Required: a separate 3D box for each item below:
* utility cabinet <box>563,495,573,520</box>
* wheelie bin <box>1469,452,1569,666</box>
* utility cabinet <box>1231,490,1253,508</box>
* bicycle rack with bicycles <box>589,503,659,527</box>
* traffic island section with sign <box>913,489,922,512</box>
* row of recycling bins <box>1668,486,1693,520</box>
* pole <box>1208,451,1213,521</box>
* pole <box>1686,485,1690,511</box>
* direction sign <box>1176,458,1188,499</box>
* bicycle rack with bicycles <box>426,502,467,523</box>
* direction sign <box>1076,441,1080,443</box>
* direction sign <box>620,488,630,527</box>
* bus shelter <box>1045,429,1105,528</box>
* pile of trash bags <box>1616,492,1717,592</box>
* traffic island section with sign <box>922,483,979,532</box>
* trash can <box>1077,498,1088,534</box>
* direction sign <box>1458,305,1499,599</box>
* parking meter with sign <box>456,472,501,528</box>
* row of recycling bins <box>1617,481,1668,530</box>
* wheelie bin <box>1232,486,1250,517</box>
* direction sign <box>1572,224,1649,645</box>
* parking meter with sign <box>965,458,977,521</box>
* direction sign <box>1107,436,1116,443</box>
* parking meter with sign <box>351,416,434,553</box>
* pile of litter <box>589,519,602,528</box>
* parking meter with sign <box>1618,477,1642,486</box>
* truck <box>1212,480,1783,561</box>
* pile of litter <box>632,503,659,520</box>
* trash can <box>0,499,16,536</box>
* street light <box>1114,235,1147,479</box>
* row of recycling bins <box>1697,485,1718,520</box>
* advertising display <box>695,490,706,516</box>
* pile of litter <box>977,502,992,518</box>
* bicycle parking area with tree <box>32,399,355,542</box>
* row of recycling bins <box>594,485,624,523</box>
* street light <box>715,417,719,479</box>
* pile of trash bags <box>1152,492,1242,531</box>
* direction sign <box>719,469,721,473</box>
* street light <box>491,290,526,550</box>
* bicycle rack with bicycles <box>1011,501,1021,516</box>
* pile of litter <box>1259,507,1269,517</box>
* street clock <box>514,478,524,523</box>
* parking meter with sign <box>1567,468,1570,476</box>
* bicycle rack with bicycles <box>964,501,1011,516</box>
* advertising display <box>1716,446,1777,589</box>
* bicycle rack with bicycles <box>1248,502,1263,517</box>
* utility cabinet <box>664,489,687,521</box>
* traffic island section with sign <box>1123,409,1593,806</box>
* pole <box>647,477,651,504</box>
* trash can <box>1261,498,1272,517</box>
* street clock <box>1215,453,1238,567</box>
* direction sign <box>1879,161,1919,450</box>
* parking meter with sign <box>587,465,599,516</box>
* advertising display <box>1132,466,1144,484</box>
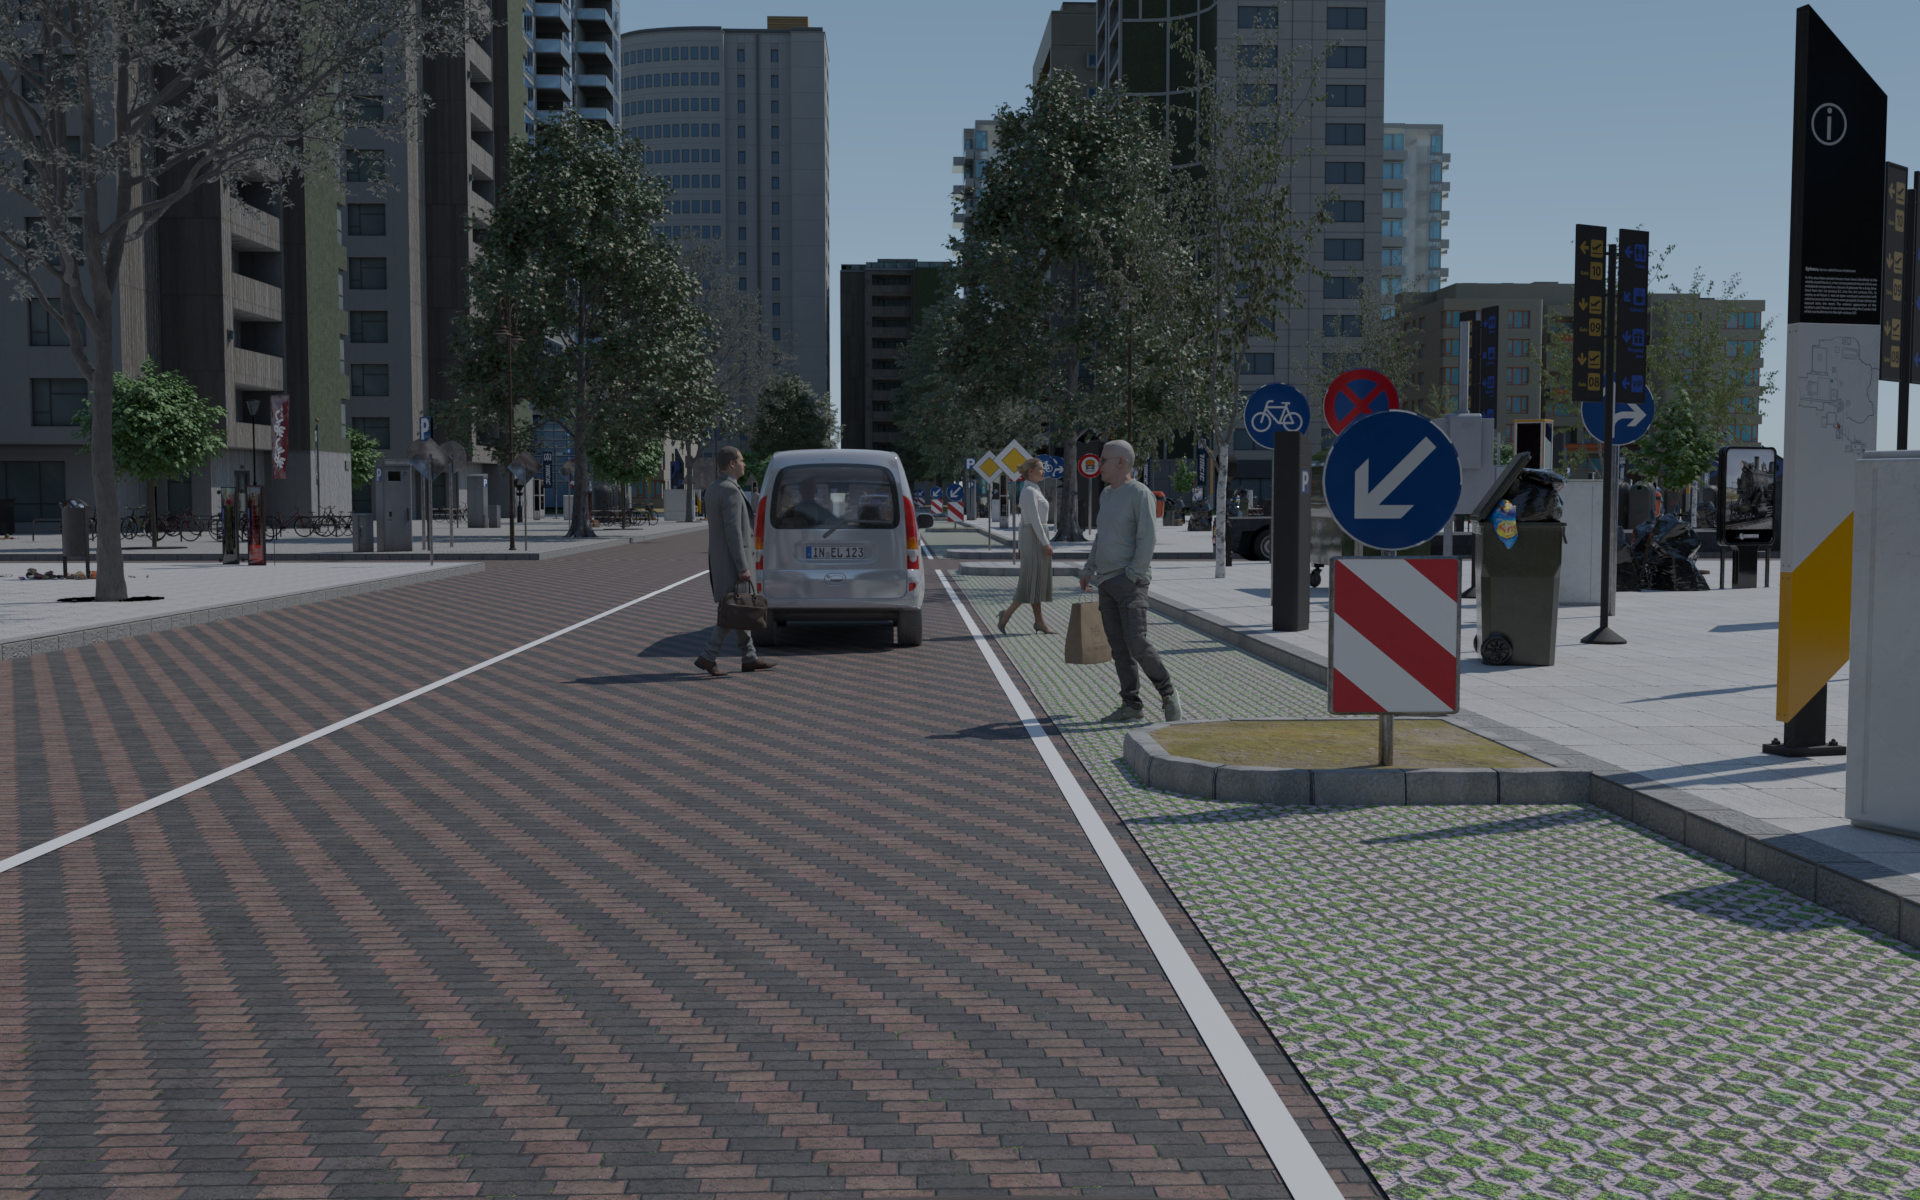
[{"bbox_3d":[-18.862,-4.500,84.733,1.020,1.237,0.306,-1,4,-21],"label":"utility cabinet"},{"bbox_3d":[4.248,-0.322,13.165,0.693,1.594,0.980,1,4,12],"label":"wheelie bin"},{"bbox_3d":[15.487,-5.296,95.270,1.173,1.500,0.318,1,4,15],"label":"utility cabinet"},{"bbox_3d":[-13.510,-3.448,69.756,2.925,0.926,2.852,-2,4,-35],"label":"bicycle rack with bicycles"},{"bbox_3d":[-1.378,-5.123,92.384,1.989,1.847,2.006,0,4,-2],"label":"traffic island section with sign"},{"bbox_3d":[34.688,-4.797,85.551,3.534,1.692,1.069,0,4,4],"label":"row of recycling bins"},{"bbox_3d":[11.740,-5.336,81.094,0.158,3.312,0.155,0,3,0],"label":"pole"},{"bbox_3d":[35.426,-5.529,84.250,0.158,3.312,0.155,0,3,0],"label":"pole"},{"bbox_3d":[13.911,-7.131,108.592,0.876,3.537,0.379,-1,4,-23],"label":"direction sign"},{"bbox_3d":[-22.539,-3.956,78.060,2.852,0.926,2.925,3,5,41],"label":"bicycle rack with bicycles"},{"bbox_3d":[4.612,-4.821,70.822,0.876,3.537,0.379,3,5,40],"label":"direction sign"},{"bbox_3d":[-12.954,-4.577,66.835,0.379,3.537,0.876,-2,4,-26],"label":"direction sign"},{"bbox_3d":[4.361,-4.557,65.788,1.731,3.624,6.357,0,4,-2],"label":"bus shelter"},{"bbox_3d":[9.149,-0.891,24.319,1.912,1.369,3.447,0,4,6],"label":"pile of trash bags"},{"bbox_3d":[-0.307,-3.454,65.098,1.989,1.847,2.006,0,4,-2],"label":"traffic island section with sign"},{"bbox_3d":[3.788,-2.737,56.398,0.748,1.137,0.748,0,3,0],"label":"trash can"},{"bbox_3d":[6.347,-1.792,21.290,0.379,3.537,0.876,-1,4,-13],"label":"direction sign"},{"bbox_3d":[-18.281,-4.240,65.589,1.738,3.016,0.543,1,4,10],"label":"parking meter with sign"},{"bbox_3d":[20.608,-2.945,55.261,1.069,1.692,3.534,-2,4,-32],"label":"row of recycling bins"},{"bbox_3d":[10.837,-3.605,66.850,0.693,1.594,0.980,0,4,6],"label":"wheelie bin"},{"bbox_3d":[5.544,-1.395,14.812,0.876,3.537,0.379,-2,4,-29],"label":"direction sign"},{"bbox_3d":[0.572,-5.395,84.474,0.543,3.016,1.738,0,4,4],"label":"parking meter with sign"},{"bbox_3d":[5.185,-3.970,56.900,0.876,3.537,0.379,3,5,43],"label":"direction sign"},{"bbox_3d":[-12.627,-2.586,38.538,1.738,3.016,0.543,-3,5,-42],"label":"parking meter with sign"},{"bbox_3d":[-14.278,-3.224,66.675,1.176,0.858,1.719,1,4,23],"label":"pile of litter"},{"bbox_3d":[33.858,-5.629,88.300,1.738,3.016,0.543,2,4,29],"label":"parking meter with sign"},{"bbox_3d":[14.735,-2.799,35.525,18.799,4.110,2.967,0,4,0],"label":"truck"},{"bbox_3d":[-15.402,-4.336,84.852,1.176,0.858,1.719,-2,4,-30],"label":"pile of litter"},{"bbox_3d":[-29.682,-2.575,53.748,0.748,1.137,0.748,0,3,0],"label":"trash can"},{"bbox_3d":[3.040,-3.561,31.002,0.468,5.910,1.993,0,4,-2],"label":"street light"},{"bbox_3d":[36.331,-4.516,80.949,1.069,1.692,3.534,-3,4,-36],"label":"row of recycling bins"},{"bbox_3d":[-15.089,-5.837,100.653,0.123,1.923,0.974,-3,5,-44],"label":"advertising display"},{"bbox_3d":[1.181,-4.808,92.577,1.719,0.858,1.176,1,4,22],"label":"pile of litter"},{"bbox_3d":[-21.661,-3.859,50.101,9.016,4.147,8.231,1,4,21],"label":"bicycle parking area with tree"},{"bbox_3d":[-15.910,-4.384,78.787,1.069,1.692,3.534,0,4,0],"label":"row of recycling bins"},{"bbox_3d":[-12.156,-6.949,86.407,0.468,5.910,1.993,0,4,-2],"label":"street light"},{"bbox_3d":[8.222,-3.087,60.229,3.447,1.369,1.912,1,4,19],"label":"pile of trash bags"},{"bbox_3d":[-13.190,-6.339,95.634,0.379,3.537,0.876,-1,4,-18],"label":"direction sign"},{"bbox_3d":[-10.226,-4.074,39.393,0.468,5.910,1.993,0,4,-2],"label":"street light"},{"bbox_3d":[5.076,-5.906,109.937,2.852,0.926,2.925,1,4,14],"label":"bicycle rack with bicycles"},{"bbox_3d":[13.916,-3.847,76.860,1.719,0.858,1.176,1,4,11],"label":"pile of litter"},{"bbox_3d":[-19.781,-4.479,77.803,0.358,2.002,0.471,2,4,33],"label":"street clock"},{"bbox_3d":[39.391,-7.227,114.416,0.543,3.016,1.738,-2,4,-32],"label":"parking meter with sign"},{"bbox_3d":[1.191,-5.605,105.022,2.925,0.926,2.852,-1,4,-10],"label":"bicycle rack with bicycles"},{"bbox_3d":[10.697,-1.122,23.565,0.974,1.923,0.123,-2,4,-25],"label":"advertising display"},{"bbox_3d":[13.812,-4.074,79.999,2.925,0.926,2.852,-1,4,-18],"label":"bicycle rack with bicycles"},{"bbox_3d":[-13.374,-4.471,81.781,1.173,1.500,0.318,-2,4,-24],"label":"utility cabinet"},{"bbox_3d":[1.886,-0.015,8.867,1.989,1.847,2.006,0,4,-2],"label":"traffic island section with sign"},{"bbox_3d":[-19.393,-6.984,108.024,0.158,3.312,0.155,0,3,0],"label":"pole"},{"bbox_3d":[10.293,-2.775,57.031,0.748,1.137,0.748,0,3,0],"label":"trash can"},{"bbox_3d":[4.695,-1.593,30.620,0.358,2.002,0.471,-1,4,-17],"label":"street clock"},{"bbox_3d":[6.622,-1.233,12.165,0.876,3.537,0.379,-3,5,-41],"label":"direction sign"},{"bbox_3d":[-21.685,-6.495,102.455,0.543,3.016,1.738,1,4,22],"label":"parking meter with sign"},{"bbox_3d":[3.953,-2.108,39.686,0.123,1.923,0.974,-1,4,-19],"label":"advertising display"}]
